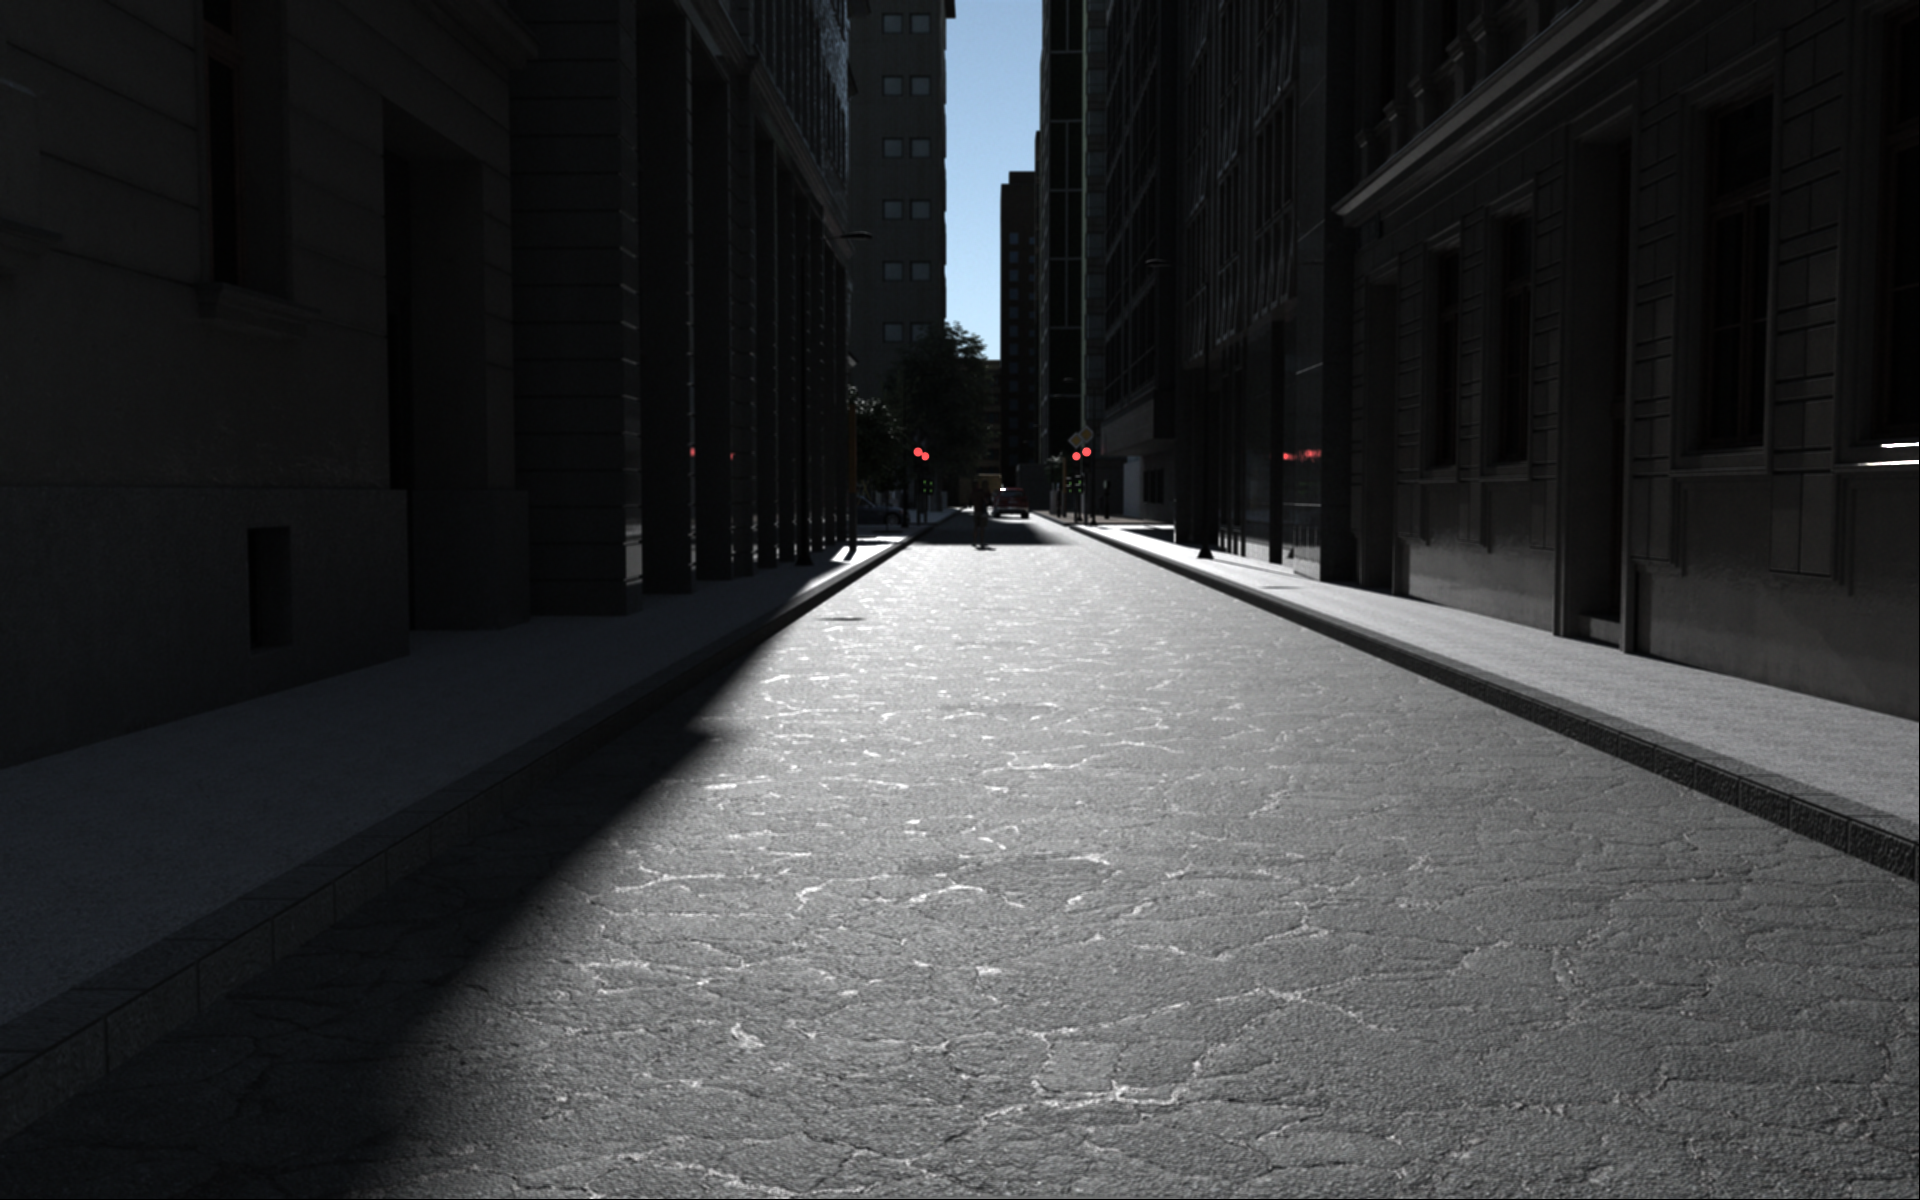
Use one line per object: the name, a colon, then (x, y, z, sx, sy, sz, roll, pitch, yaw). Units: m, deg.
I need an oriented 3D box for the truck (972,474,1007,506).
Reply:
truck: (2.759, -10.553, 168.469, 3.469, 3.379, 9.791, 0, 4, 2)

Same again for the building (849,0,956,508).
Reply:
building: (-14.975, -35.309, 166.533, 28.713, 52.752, 27.495, 0, 4, 1)

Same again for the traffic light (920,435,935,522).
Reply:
traffic light: (-1.546, -5.462, 78.217, 0.839, 4.253, 0.868, 0, 4, 1)

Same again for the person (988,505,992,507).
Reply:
person: (3.181, -10.863, 185.978, 0.709, 1.838, 0.599, 0, 4, -4)

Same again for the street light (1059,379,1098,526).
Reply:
street light: (4.859, -5.949, 69.800, 1.470, 5.913, 1.316, 0, 4, 1)

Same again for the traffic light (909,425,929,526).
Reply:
traffic light: (-1.669, -4.973, 70.233, 0.839, 4.253, 0.868, 0, 4, 1)

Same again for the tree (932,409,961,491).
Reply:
tree: (-1.415, -11.300, 135.116, 4.360, 8.622, 3.978, 0, 3, 0)

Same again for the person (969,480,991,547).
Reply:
person: (0.572, -2.381, 47.407, 0.580, 1.828, 0.573, -1, 4, -11)

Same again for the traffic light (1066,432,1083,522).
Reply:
traffic light: (5.215, -5.456, 78.129, 0.839, 4.253, 0.868, 0, 4, 1)

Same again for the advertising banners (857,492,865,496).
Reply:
advertising banners: (-8.503, -9.152, 145.815, 2.074, 3.025, 0.090, 3, 5, 40)

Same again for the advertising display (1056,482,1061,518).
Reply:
advertising display: (5.420, -5.487, 94.924, 0.123, 1.923, 0.974, 0, 4, -5)

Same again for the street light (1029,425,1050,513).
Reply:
street light: (5.631, -8.849, 117.219, 1.470, 5.913, 1.316, 0, 4, 1)

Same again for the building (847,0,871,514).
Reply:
building: (-18.746, -14.032, 62.704, 30.059, 22.955, 16.112, 0, 4, 1)

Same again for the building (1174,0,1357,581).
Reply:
building: (11.443, -13.239, 34.483, 12.078, 24.808, 19.932, 0, 4, 1)

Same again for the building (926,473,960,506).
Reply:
building: (-10.389, -46.003, 190.403, 20.563, 71.187, 20.611, 0, 4, 1)

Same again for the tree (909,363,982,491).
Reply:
tree: (-1.213, -14.070, 148.172, 7.486, 12.596, 7.792, 0, 3, 0)

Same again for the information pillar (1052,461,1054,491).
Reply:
information pillar: (6.656, -8.095, 123.708, 0.183, 3.616, 0.504, 1, 4, 9)

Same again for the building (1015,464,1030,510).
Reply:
building: (15.032, -43.012, 141.497, 20.563, 71.187, 20.611, 0, 4, 1)

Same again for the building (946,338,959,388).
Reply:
building: (-15.118, -22.688, 215.993, 28.899, 21.520, 27.650, 0, 4, 1)

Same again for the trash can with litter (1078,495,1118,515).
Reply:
trash can with litter: (8.845, -5.886, 107.289, 1.678, 1.210, 2.233, -2, 4, -35)

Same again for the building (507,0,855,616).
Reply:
building: (-8.658, -15.571, 32.082, 11.434, 29.767, 29.804, 0, 4, 1)

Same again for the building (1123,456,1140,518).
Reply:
building: (21.912, -30.570, 89.059, 27.495, 52.752, 28.713, 0, 4, 1)

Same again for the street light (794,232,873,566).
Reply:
street light: (-2.254, -3.569, 30.889, 1.470, 5.913, 1.316, 0, 4, 1)

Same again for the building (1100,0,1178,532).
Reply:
building: (12.549, -16.126, 57.168, 14.314, 27.812, 24.014, 0, 4, 1)

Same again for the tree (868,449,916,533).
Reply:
tree: (-2.514, -3.839, 57.376, 1.663, 3.219, 1.824, 0, 3, 0)

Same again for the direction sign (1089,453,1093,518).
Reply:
direction sign: (7.213, -6.289, 94.820, 0.379, 3.537, 0.876, 0, 4, -3)

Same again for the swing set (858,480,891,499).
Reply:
swing set: (-7.689, -9.398, 151.271, 2.862, 2.851, 3.119, 1, 4, 18)

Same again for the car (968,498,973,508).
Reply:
car: (1.841, -10.182, 178.275, 2.131, 1.459, 4.920, 0, 3, 0)

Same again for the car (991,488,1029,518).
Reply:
car: (3.038, -5.824, 103.891, 2.281, 1.827, 5.304, 0, 4, -1)

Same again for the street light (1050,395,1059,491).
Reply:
street light: (5.096, -6.659, 81.423, 1.470, 5.913, 1.316, 0, 4, 1)

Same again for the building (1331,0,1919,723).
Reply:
building: (10.417, -10.881, 14.060, 11.583, 22.565, 21.152, 0, 4, 1)

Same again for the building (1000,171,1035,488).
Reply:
building: (12.808, -36.270, 243.122, 14.200, 45.320, 14.600, 0, 4, 1)

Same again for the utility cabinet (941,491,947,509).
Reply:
utility cabinet: (-1.655, -8.368, 145.501, 1.173, 1.500, 0.318, 0, 4, 4)

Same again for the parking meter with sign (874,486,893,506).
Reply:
parking meter with sign: (-3.602, -5.111, 79.831, 0.543, 3.016, 1.738, -2, 4, -27)

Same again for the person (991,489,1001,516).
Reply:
person: (2.375, -6.311, 112.437, 0.760, 1.731, 0.466, -3, 5, -41)

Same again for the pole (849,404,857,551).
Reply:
pole: (-2.432, -2.780, 39.295, 0.158, 3.312, 0.155, 0, 3, 0)

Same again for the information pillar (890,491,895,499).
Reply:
information pillar: (-4.134, -7.054, 106.692, 0.183, 3.616, 0.504, -2, 4, -35)

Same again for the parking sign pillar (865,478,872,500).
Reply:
parking sign pillar: (-7.321, -9.183, 138.612, 1.447, 3.967, 1.447, 0, 4, 2)

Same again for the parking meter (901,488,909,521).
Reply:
parking meter: (-2.688, -4.792, 84.067, 0.255, 1.863, 0.399, -2, 4, -30)

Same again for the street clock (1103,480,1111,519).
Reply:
street clock: (7.565, -5.175, 89.181, 0.358, 2.002, 0.471, -1, 4, -19)

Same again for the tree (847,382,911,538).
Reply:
tree: (-3.106, -4.083, 50.476, 4.285, 4.588, 4.351, 0, 3, 0)

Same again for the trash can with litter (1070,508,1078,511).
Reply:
trash can with litter: (9.379, -7.400, 132.041, 2.233, 1.210, 1.678, 2, 4, 27)

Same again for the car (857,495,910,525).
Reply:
car: (-4.382, -3.836, 74.724, 4.499, 1.417, 2.014, 0, 3, 0)

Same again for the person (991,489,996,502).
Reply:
person: (3.063, -8.861, 153.259, 0.514, 1.842, 0.818, -1, 4, -16)

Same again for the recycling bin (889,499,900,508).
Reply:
recycling bin: (-3.546, -4.782, 90.747, 0.722, 1.027, 0.722, 0, 4, 6)

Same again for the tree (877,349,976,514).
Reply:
tree: (-2.699, -10.885, 112.377, 8.767, 10.594, 7.601, 3, 4, 37)

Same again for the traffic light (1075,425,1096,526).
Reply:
traffic light: (5.091, -4.968, 70.145, 0.839, 4.253, 0.868, 0, 4, 1)

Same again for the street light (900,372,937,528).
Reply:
street light: (-1.572, -5.726, 66.169, 1.470, 5.913, 1.316, 0, 4, 1)

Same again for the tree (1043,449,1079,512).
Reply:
tree: (7.739, -8.763, 126.991, 4.285, 4.588, 4.351, 0, 3, 0)

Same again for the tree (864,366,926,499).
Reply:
tree: (-3.982, -9.172, 100.332, 4.737, 8.622, 4.395, 0, 3, 0)

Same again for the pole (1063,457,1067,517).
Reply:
pole: (5.800, -6.250, 96.025, 0.158, 3.312, 0.155, 0, 3, 0)

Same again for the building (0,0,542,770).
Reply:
building: (-10.701, -13.341, 5.518, 14.401, 28.519, 23.554, 0, 4, 1)

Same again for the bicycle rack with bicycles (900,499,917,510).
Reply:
bicycle rack with bicycles: (-4.174, -7.583, 137.365, 2.925, 0.926, 2.852, 1, 4, 9)

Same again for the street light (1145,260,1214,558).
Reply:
street light: (4.372, -3.791, 34.517, 1.470, 5.913, 1.316, 0, 4, 1)

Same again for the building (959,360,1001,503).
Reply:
building: (-8.634, -24.827, 250.956, 28.899, 21.520, 27.650, 0, 4, 1)

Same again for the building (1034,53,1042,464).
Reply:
building: (14.463, -29.335, 163.217, 14.154, 41.232, 14.086, 0, 4, 1)

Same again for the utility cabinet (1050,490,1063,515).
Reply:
utility cabinet: (6.038, -5.998, 106.753, 0.318, 1.500, 1.173, 3, 5, 45)

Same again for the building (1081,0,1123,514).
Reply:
building: (15.013, -26.367, 114.701, 14.154, 41.232, 14.086, 0, 4, 1)

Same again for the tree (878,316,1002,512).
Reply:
tree: (-1.548, -13.385, 125.500, 9.857, 13.997, 8.962, 0, 3, 0)

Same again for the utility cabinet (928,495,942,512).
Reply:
utility cabinet: (-1.806, -7.070, 126.748, 1.020, 1.237, 0.306, -2, 4, -28)
